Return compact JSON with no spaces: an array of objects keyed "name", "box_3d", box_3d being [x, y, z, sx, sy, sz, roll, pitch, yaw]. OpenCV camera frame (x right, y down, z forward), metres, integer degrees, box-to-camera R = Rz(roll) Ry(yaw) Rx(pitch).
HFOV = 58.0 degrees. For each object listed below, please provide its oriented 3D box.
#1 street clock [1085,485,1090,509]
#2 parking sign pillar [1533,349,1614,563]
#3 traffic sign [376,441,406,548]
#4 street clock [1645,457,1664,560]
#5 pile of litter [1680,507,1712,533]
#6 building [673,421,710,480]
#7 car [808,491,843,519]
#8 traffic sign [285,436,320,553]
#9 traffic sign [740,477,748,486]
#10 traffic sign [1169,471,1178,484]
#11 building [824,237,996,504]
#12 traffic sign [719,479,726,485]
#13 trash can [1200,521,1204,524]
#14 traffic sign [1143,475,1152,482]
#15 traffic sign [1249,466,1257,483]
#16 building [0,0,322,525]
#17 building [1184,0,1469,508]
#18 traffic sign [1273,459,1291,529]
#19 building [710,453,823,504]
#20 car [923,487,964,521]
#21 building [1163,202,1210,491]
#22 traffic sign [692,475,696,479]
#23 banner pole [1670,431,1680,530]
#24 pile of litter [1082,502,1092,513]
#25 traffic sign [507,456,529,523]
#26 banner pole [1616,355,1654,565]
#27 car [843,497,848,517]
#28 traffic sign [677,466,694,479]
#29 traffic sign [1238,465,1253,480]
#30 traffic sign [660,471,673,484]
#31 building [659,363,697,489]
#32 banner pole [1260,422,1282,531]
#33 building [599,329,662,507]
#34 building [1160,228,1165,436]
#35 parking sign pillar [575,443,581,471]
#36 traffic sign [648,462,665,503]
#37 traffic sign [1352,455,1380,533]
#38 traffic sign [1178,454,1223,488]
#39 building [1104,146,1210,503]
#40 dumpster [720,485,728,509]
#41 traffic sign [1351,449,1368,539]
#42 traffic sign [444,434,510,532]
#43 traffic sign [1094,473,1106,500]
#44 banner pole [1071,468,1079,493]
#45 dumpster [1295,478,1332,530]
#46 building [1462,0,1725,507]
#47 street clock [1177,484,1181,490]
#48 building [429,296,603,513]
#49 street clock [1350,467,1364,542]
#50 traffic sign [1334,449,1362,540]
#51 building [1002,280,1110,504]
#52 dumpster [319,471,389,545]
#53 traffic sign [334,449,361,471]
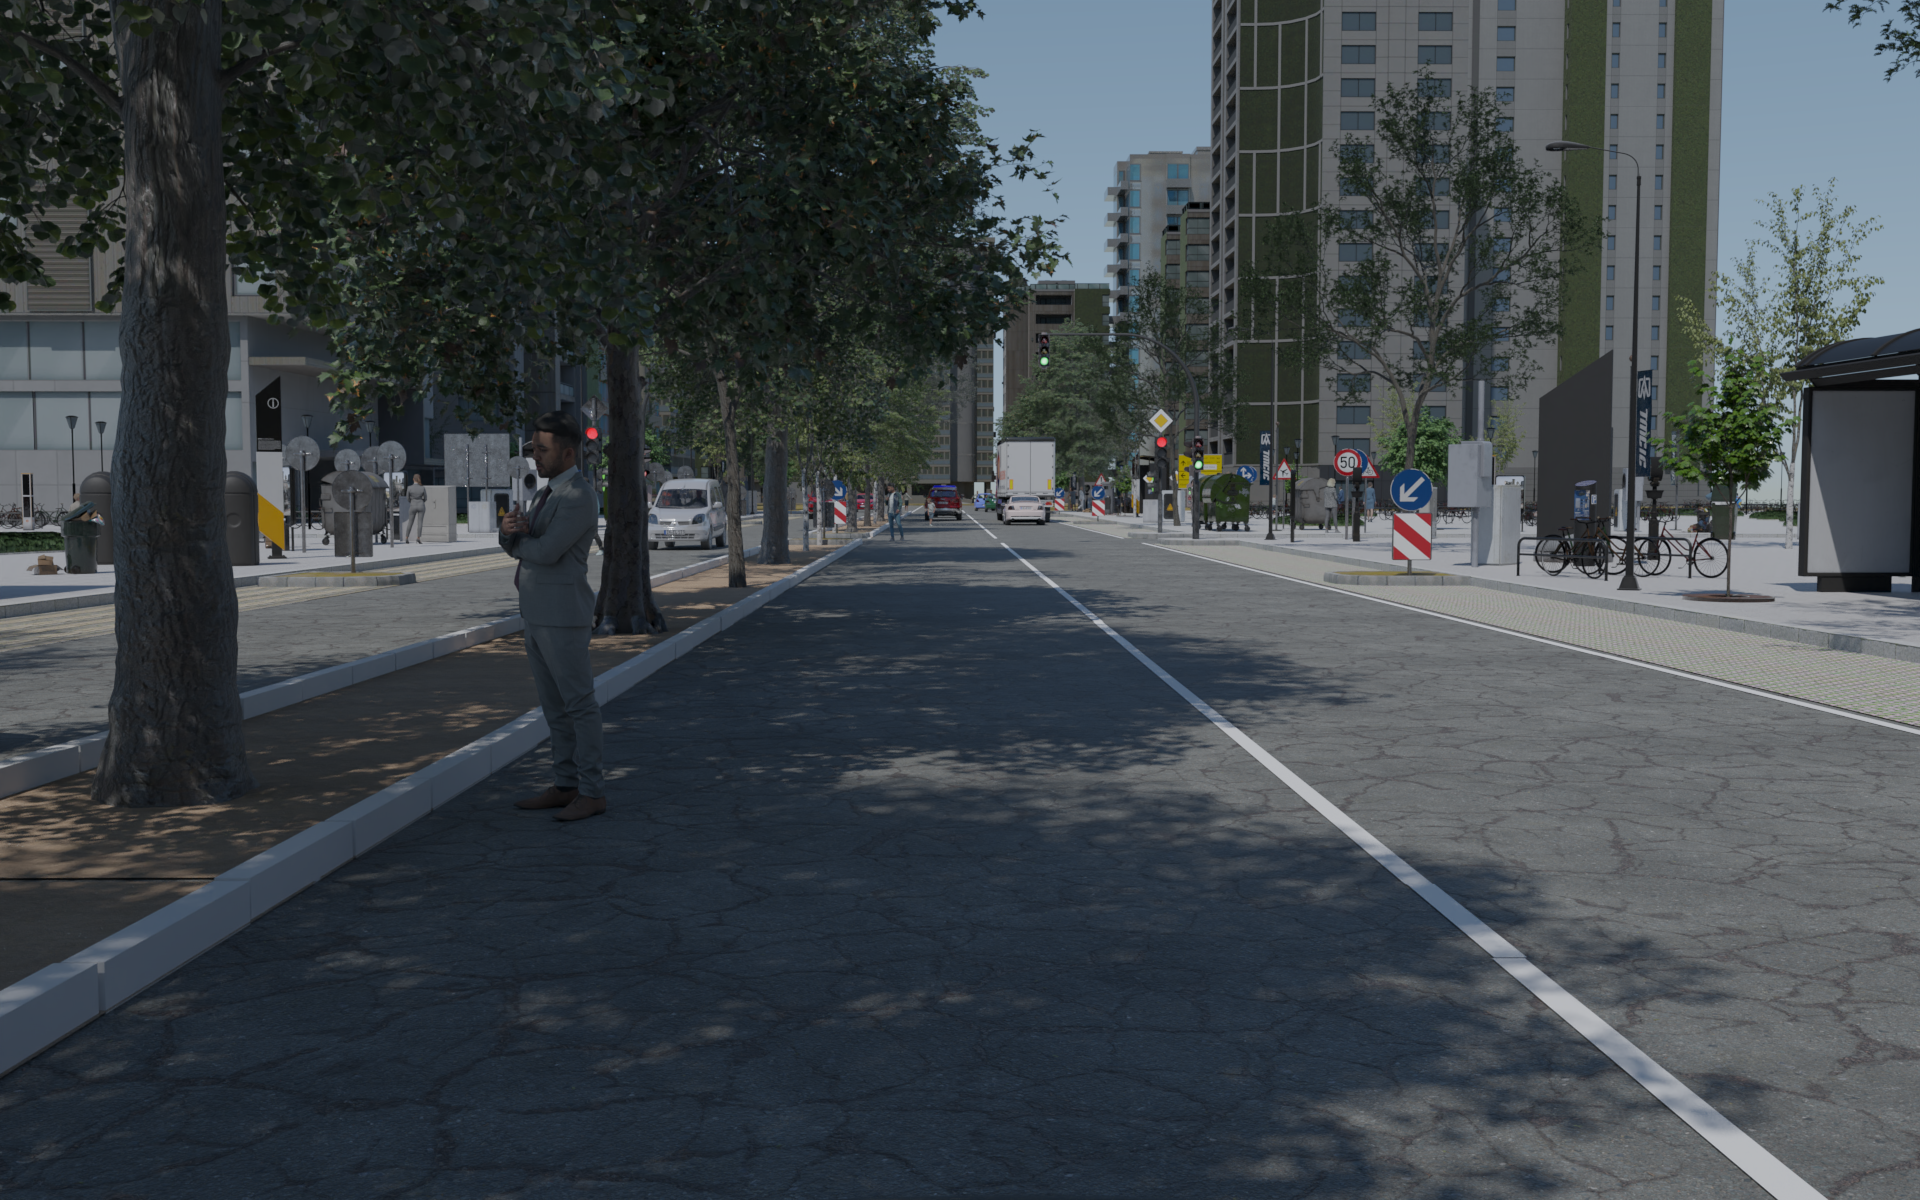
[{"name":"street clock","box_3d":[9.656,-7.774,131.670,0.358,2.002,0.471,-3,5,-45]},{"name":"parking sign pillar","box_3d":[11.640,-2.709,32.768,1.447,3.967,1.447,2,4,26]},{"name":"traffic sign","box_3d":[-13.591,-2.524,41.376,0.768,2.556,0.104,1,4,9]},{"name":"street clock","box_3d":[13.474,-1.776,33.615,0.358,2.002,0.471,1,4,12]},{"name":"pile of litter","box_3d":[24.719,-2.665,57.536,1.176,0.858,1.719,-3,4,-37]},{"name":"building","box_3d":[-40.415,-28.464,237.080,14.107,30.474,14.160,0,4,-1]},{"name":"car","box_3d":[-7.759,-5.597,100.191,2.281,1.827,5.304,0,4,-2]},{"name":"traffic sign","box_3d":[-14.334,-2.304,37.779,0.768,2.556,0.104,0,4,3]},{"name":"traffic sign","box_3d":[-16.430,-8.047,131.670,0.768,2.556,0.104,0,4,3]},{"name":"traffic sign","box_3d":[12.124,-5.944,96.924,0.795,2.593,0.064,0,4,2]},{"name":"building","box_3d":[-6.965,-33.833,245.044,23.993,40.220,32.217,0,4,-1]},{"name":"traffic sign","box_3d":[-17.416,-7.738,126.519,0.884,2.594,0.081,0,4,1]},{"name":"trash can","box_3d":[10.191,-3.780,73.456,0.748,1.137,0.748,0,3,0]},{"name":"traffic sign","box_3d":[11.112,-6.211,101.286,0.795,2.593,0.064,0,4,7]},{"name":"traffic sign","box_3d":[13.197,-4.840,79.234,0.768,2.556,0.104,0,4,2]},{"name":"building","box_3d":[-40.602,-30.167,82.469,28.713,52.752,27.495,0,4,-1]},{"name":"building","box_3d":[31.848,-43.773,153.932,20.563,71.187,20.611,0,4,-1]},{"name":"traffic sign","box_3d":[11.851,-3.878,63.404,0.884,2.594,0.081,0,4,4]},{"name":"building","box_3d":[-25.928,-28.444,236.764,14.107,30.474,14.160,0,4,-1]},{"name":"car","box_3d":[-0.901,-5.304,95.395,2.281,1.827,5.304,0,4,0]},{"name":"building","box_3d":[28.676,-24.558,173.232,14.160,30.474,14.107,0,4,-1]},{"name":"traffic sign","box_3d":[-16.568,-6.485,106.133,0.768,2.556,0.104,1,4,9]},{"name":"banner pole","box_3d":[25.152,-4.338,60.941,0.401,3.779,0.863,3,5,42]},{"name":"pile of litter","box_3d":[9.002,-6.483,119.963,1.176,0.858,1.719,2,4,25]},{"name":"traffic sign","box_3d":[-14.776,-3.536,57.914,0.768,2.556,0.104,0,4,4]},{"name":"banner pole","box_3d":[12.128,-2.506,30.994,0.401,3.779,0.863,-1,4,-10]},{"name":"car","box_3d":[-7.965,-5.951,109.294,2.014,1.417,4.499,0,4,0]},{"name":"traffic sign","box_3d":[-12.311,-4.739,77.587,0.768,2.556,0.104,1,4,9]},{"name":"traffic sign","box_3d":[12.650,-4.703,77.003,0.768,2.556,0.104,0,4,2]},{"name":"traffic sign","box_3d":[-15.979,-5.748,94.079,0.768,2.556,0.104,1,4,9]},{"name":"building","box_3d":[-39.852,-29.726,177.903,23.993,40.220,32.217,0,4,-1]},{"name":"banner pole","box_3d":[10.782,-4.288,60.133,0.863,3.779,0.401,2,4,30]},{"name":"building","box_3d":[-41.406,-18.439,146.513,27.650,21.520,28.899,0,4,-1]},{"name":"building","box_3d":[28.394,-25.429,187.468,14.160,30.474,14.107,0,4,-1]},{"name":"parking sign pillar","box_3d":[-13.676,-4.387,60.202,1.447,3.967,1.447,2,4,34]},{"name":"traffic sign","box_3d":[-12.243,-4.247,69.539,0.768,2.556,0.104,0,3,0]},{"name":"traffic sign","box_3d":[13.359,-3.489,57.047,0.884,2.594,0.081,0,4,7]},{"name":"traffic sign","box_3d":[12.214,-5.763,88.102,2.265,3.308,0.079,0,4,8]},{"name":"building","box_3d":[35.225,-38.026,241.328,30.456,49.044,23.786,0,4,-1]},{"name":"dumpster","box_3d":[-14.251,-6.101,105.508,1.264,1.857,1.865,0,4,0]},{"name":"traffic sign","box_3d":[11.139,-2.990,48.989,0.768,2.556,0.104,0,4,1]},{"name":"traffic sign","box_3d":[-16.284,-3.947,58.405,2.265,3.308,0.079,0,4,6]},{"name":"traffic sign","box_3d":[8.886,-6.669,109.035,0.884,2.594,0.081,0,4,0]},{"name":"banner pole","box_3d":[8.836,-8.684,131.992,0.863,3.779,0.401,1,4,20]},{"name":"dumpster","box_3d":[12.588,-3.433,61.885,1.264,1.857,1.865,0,4,-1]},{"name":"building","box_3d":[62.678,-39.252,183.774,28.212,58.520,21.231,0,4,-1]},{"name":"street clock","box_3d":[12.394,-5.720,98.084,0.471,2.002,0.358,3,5,43]},{"name":"building","box_3d":[-32.738,-26.508,117.003,14.154,41.232,14.086,0,4,-1]},{"name":"street clock","box_3d":[10.663,-2.566,46.526,0.358,2.002,0.471,1,4,16]},{"name":"traffic sign","box_3d":[10.865,-2.967,48.611,0.768,2.556,0.104,1,4,8]},{"name":"building","box_3d":[12.990,-28.473,237.227,14.107,30.474,14.160,0,4,-1]},{"name":"dumpster","box_3d":[-15.356,-2.333,43.899,1.264,1.857,1.865,0,4,-1]},{"name":"traffic sign","box_3d":[-17.217,-2.971,48.679,0.768,2.556,0.104,0,4,5]}]
